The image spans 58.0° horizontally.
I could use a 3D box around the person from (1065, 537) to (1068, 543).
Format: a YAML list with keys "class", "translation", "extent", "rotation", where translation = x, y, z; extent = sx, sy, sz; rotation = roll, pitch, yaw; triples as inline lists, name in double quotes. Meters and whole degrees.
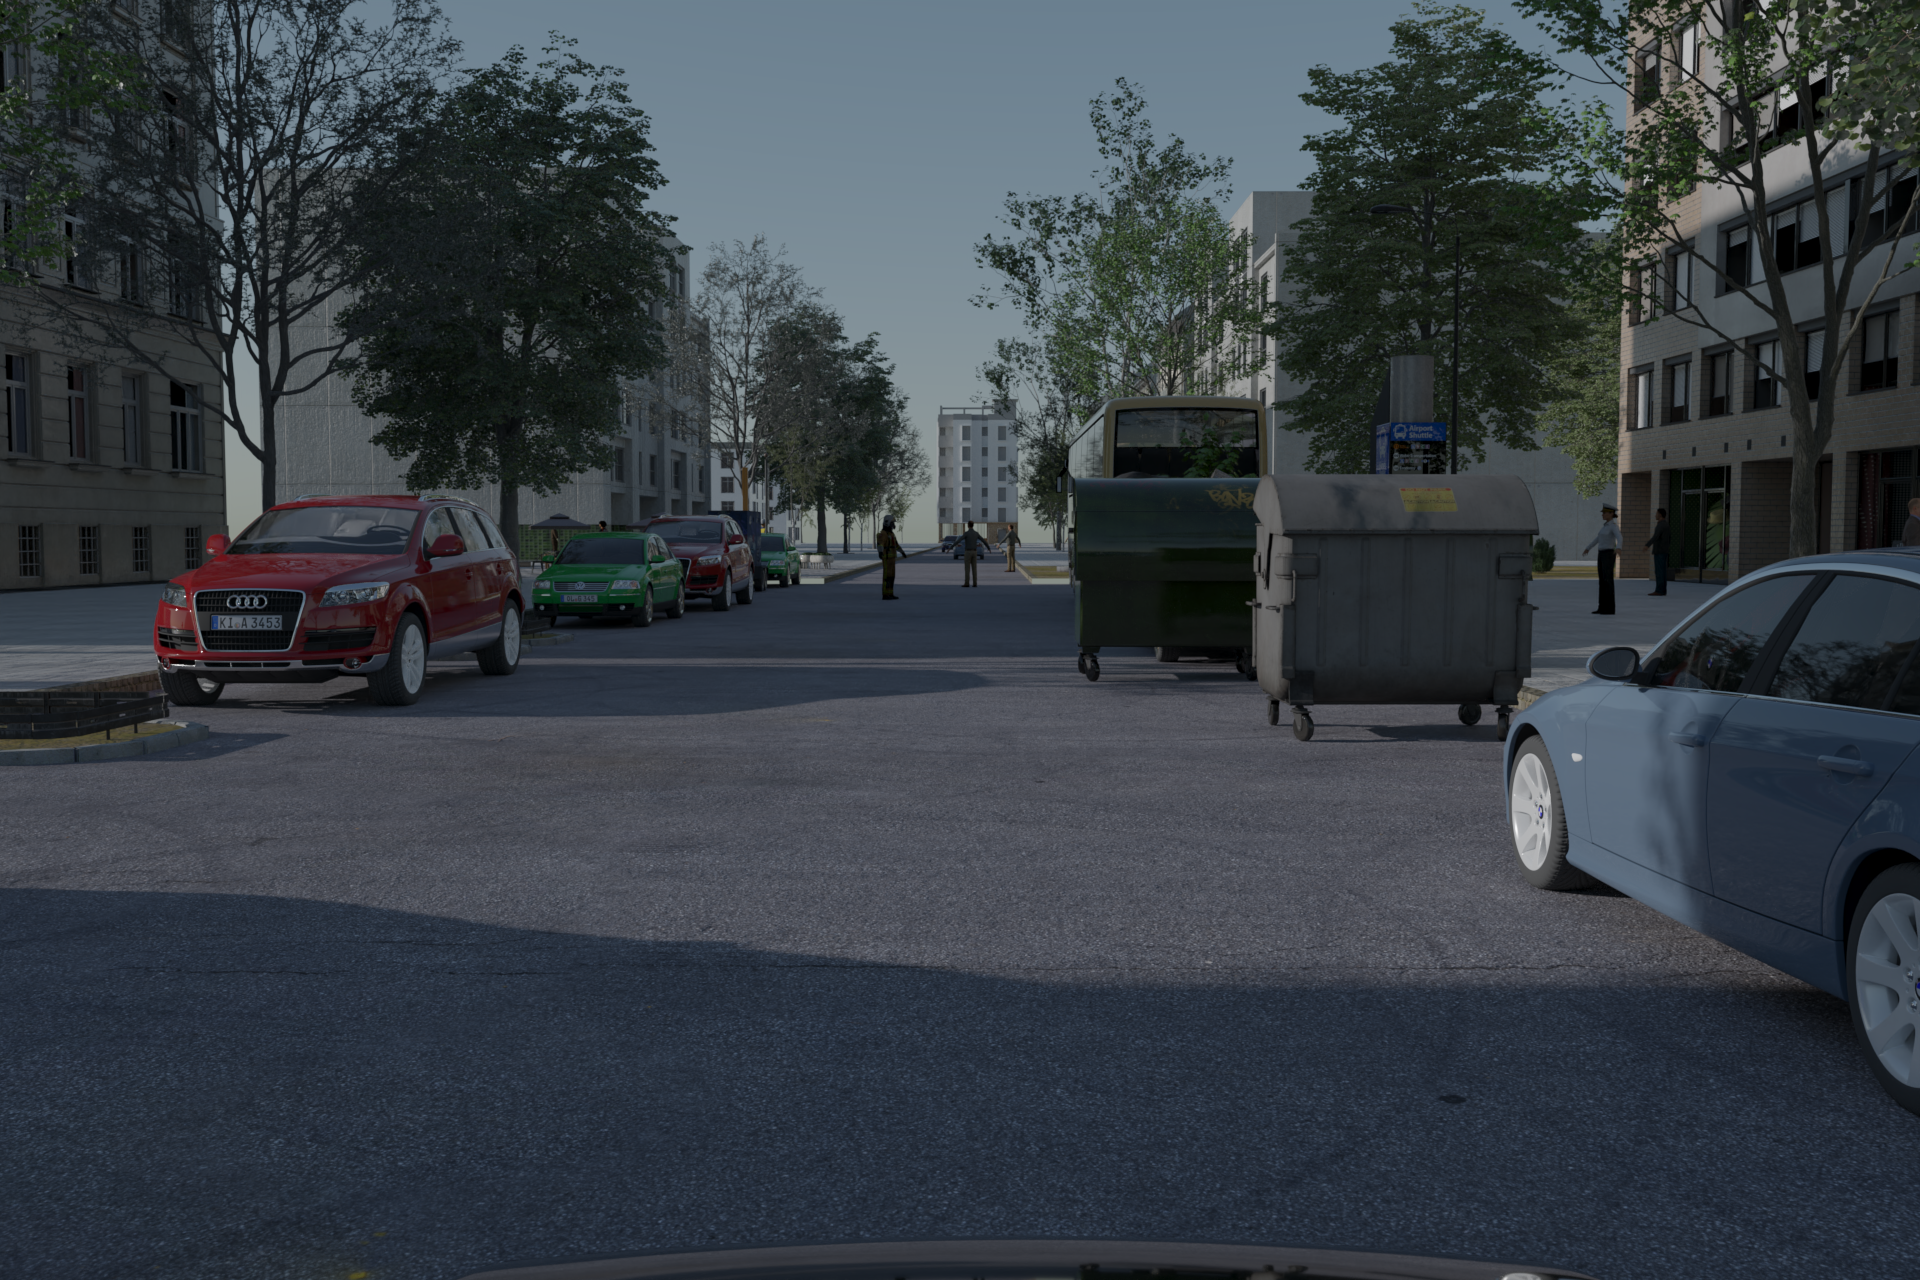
- class: "person"
  translation: [4.653, -3.726, 66.774]
  extent: [1.347, 1.847, 0.705]
  rotation: [1, 4, 21]

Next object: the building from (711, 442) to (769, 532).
- class: "building"
  translation: [-23.370, -14.060, 172.024]
  extent: [9.099, 9.664, 28.070]
  rotation: [0, 4, 1]

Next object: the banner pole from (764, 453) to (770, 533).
- class: "banner pole"
  translation: [-5.990, -3.910, 53.945]
  extent: [0.401, 3.779, 0.863]
  rotation: [0, 4, 3]

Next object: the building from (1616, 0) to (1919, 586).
- class: "building"
  translation: [28.266, -13.396, 25.604]
  extent: [21.656, 26.213, 47.522]
  rotation: [0, 4, 1]

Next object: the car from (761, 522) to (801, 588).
- class: "car"
  translation: [-5.433, -2.382, 47.743]
  extent: [1.959, 1.807, 4.718]
  rotation: [0, 4, 1]

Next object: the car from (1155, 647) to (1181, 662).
- class: "car"
  translation: [3.085, -0.731, 20.747]
  extent: [1.959, 1.807, 4.718]
  rotation: [0, 4, 0]

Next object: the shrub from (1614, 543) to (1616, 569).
- class: "shrub"
  translation: [24.224, -3.204, 63.495]
  extent: [1.383, 1.207, 1.383]
  rotation: [0, 3, 0]

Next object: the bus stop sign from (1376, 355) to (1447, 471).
- class: "bus stop sign"
  translation: [6.718, -2.252, 25.841]
  extent: [0.837, 3.901, 0.837]
  rotation: [0, 4, 0]

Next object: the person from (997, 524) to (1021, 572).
- class: "person"
  translation: [1.903, -3.457, 65.245]
  extent: [0.705, 1.796, 1.348]
  rotation: [3, 5, 42]

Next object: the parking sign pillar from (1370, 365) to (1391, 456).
- class: "parking sign pillar"
  translation: [7.064, -2.442, 28.402]
  extent: [1.447, 3.967, 1.447]
  rotation: [0, 4, 1]

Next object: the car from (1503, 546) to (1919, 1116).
- class: "car"
  translation: [3.183, 0.397, 5.519]
  extent: [2.014, 1.417, 4.499]
  rotation: [0, 4, 0]

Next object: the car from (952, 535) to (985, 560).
- class: "car"
  translation: [0.512, -5.294, 98.556]
  extent: [2.014, 1.417, 4.499]
  rotation: [0, 4, 1]

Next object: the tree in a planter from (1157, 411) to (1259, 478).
- class: "tree in a planter"
  translation: [3.622, -1.706, 25.122]
  extent: [1.991, 3.239, 1.994]
  rotation: [0, 4, 0]

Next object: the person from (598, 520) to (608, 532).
- class: "person"
  translation: [-14.376, -3.878, 69.543]
  extent: [0.704, 1.843, 1.345]
  rotation: [2, 4, 24]

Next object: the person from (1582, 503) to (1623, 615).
- class: "person"
  translation: [10.245, -1.294, 27.617]
  extent: [0.721, 1.778, 1.216]
  rotation: [0, 4, -5]

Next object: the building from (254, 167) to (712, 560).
- class: "building"
  translation: [-25.318, -14.260, 99.610]
  extent: [16.747, 18.905, 31.486]
  rotation: [0, 4, 1]

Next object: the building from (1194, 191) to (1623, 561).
- class: "building"
  translation: [23.542, -14.160, 97.970]
  extent: [16.747, 18.905, 31.486]
  rotation: [0, 4, 1]

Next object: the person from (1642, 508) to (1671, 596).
- class: "person"
  translation: [14.550, -1.833, 36.042]
  extent: [0.705, 1.821, 1.348]
  rotation: [3, 5, 41]

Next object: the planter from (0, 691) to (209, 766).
- class: "planter"
  translation: [-6.274, 0.578, 11.687]
  extent: [1.991, 0.319, 1.994]
  rotation: [0, 4, 1]

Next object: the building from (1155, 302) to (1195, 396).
- class: "building"
  translation: [24.773, -18.208, 128.635]
  extent: [19.493, 23.208, 18.063]
  rotation: [0, 4, 1]

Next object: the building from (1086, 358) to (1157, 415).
- class: "building"
  translation: [25.117, -23.319, 212.186]
  extent: [19.493, 23.208, 18.063]
  rotation: [0, 4, 1]

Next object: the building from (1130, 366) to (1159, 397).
- class: "building"
  translation: [27.377, -20.967, 173.731]
  extent: [19.493, 23.208, 18.063]
  rotation: [0, 4, 0]

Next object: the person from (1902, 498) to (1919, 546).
- class: "person"
  translation: [12.789, -1.007, 23.066]
  extent: [0.434, 1.755, 0.990]
  rotation: [3, 4, 39]

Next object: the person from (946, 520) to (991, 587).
- class: "person"
  translation: [0.275, -2.320, 46.662]
  extent: [1.348, 1.796, 0.705]
  rotation: [-2, 4, -27]

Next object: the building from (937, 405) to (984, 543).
- class: "building"
  translation: [-2.985, -23.701, 246.387]
  extent: [11.380, 20.090, 16.016]
  rotation: [0, 4, 3]

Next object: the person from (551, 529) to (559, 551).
- class: "person"
  translation: [-18.294, -4.418, 78.371]
  extent: [0.704, 1.812, 1.346]
  rotation: [-1, 4, -20]

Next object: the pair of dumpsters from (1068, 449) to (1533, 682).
- class: "pair of dumpsters"
  translation: [3.299, -0.753, 17.261]
  extent: [4.436, 2.255, 1.574]
  rotation: [0, 4, 1]

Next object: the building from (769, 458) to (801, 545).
- class: "building"
  translation: [-23.264, -16.081, 205.078]
  extent: [9.099, 9.664, 28.070]
  rotation: [0, 4, 1]

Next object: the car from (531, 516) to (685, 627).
- class: "car"
  translation: [-5.630, -1.179, 28.066]
  extent: [1.959, 1.807, 4.718]
  rotation: [0, 4, 1]

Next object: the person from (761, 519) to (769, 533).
- class: "person"
  translation: [-6.305, -3.051, 56.351]
  extent: [0.721, 1.772, 1.216]
  rotation: [-3, 5, -44]

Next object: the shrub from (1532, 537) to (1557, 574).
- class: "shrub"
  translation: [18.848, -2.755, 56.169]
  extent: [1.383, 1.207, 1.383]
  rotation: [0, 3, 0]

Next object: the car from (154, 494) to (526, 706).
- class: "car"
  translation: [-5.567, -0.457, 16.138]
  extent: [2.281, 1.827, 5.304]
  rotation: [0, 4, 0]

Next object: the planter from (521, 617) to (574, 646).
- class: "planter"
  translation: [-6.203, -0.105, 22.858]
  extent: [1.991, 0.319, 1.994]
  rotation: [0, 4, 1]

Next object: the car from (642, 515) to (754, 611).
- class: "car"
  translation: [-5.275, -1.540, 33.847]
  extent: [2.281, 1.827, 5.304]
  rotation: [0, 4, 1]

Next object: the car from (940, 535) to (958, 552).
- class: "car"
  translation: [-0.579, -7.598, 136.804]
  extent: [1.945, 1.354, 3.894]
  rotation: [0, 4, 0]

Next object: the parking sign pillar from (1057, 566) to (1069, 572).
- class: "parking sign pillar"
  translation: [4.021, -4.308, 58.909]
  extent: [1.447, 3.967, 1.447]
  rotation: [0, 4, 2]

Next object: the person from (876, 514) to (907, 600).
- class: "person"
  translation: [-1.526, -1.805, 37.735]
  extent: [0.705, 1.858, 1.354]
  rotation: [1, 4, 21]

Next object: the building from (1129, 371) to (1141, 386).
- class: "building"
  translation: [24.584, -21.038, 200.387]
  extent: [16.016, 20.090, 11.380]
  rotation: [0, 4, 1]
